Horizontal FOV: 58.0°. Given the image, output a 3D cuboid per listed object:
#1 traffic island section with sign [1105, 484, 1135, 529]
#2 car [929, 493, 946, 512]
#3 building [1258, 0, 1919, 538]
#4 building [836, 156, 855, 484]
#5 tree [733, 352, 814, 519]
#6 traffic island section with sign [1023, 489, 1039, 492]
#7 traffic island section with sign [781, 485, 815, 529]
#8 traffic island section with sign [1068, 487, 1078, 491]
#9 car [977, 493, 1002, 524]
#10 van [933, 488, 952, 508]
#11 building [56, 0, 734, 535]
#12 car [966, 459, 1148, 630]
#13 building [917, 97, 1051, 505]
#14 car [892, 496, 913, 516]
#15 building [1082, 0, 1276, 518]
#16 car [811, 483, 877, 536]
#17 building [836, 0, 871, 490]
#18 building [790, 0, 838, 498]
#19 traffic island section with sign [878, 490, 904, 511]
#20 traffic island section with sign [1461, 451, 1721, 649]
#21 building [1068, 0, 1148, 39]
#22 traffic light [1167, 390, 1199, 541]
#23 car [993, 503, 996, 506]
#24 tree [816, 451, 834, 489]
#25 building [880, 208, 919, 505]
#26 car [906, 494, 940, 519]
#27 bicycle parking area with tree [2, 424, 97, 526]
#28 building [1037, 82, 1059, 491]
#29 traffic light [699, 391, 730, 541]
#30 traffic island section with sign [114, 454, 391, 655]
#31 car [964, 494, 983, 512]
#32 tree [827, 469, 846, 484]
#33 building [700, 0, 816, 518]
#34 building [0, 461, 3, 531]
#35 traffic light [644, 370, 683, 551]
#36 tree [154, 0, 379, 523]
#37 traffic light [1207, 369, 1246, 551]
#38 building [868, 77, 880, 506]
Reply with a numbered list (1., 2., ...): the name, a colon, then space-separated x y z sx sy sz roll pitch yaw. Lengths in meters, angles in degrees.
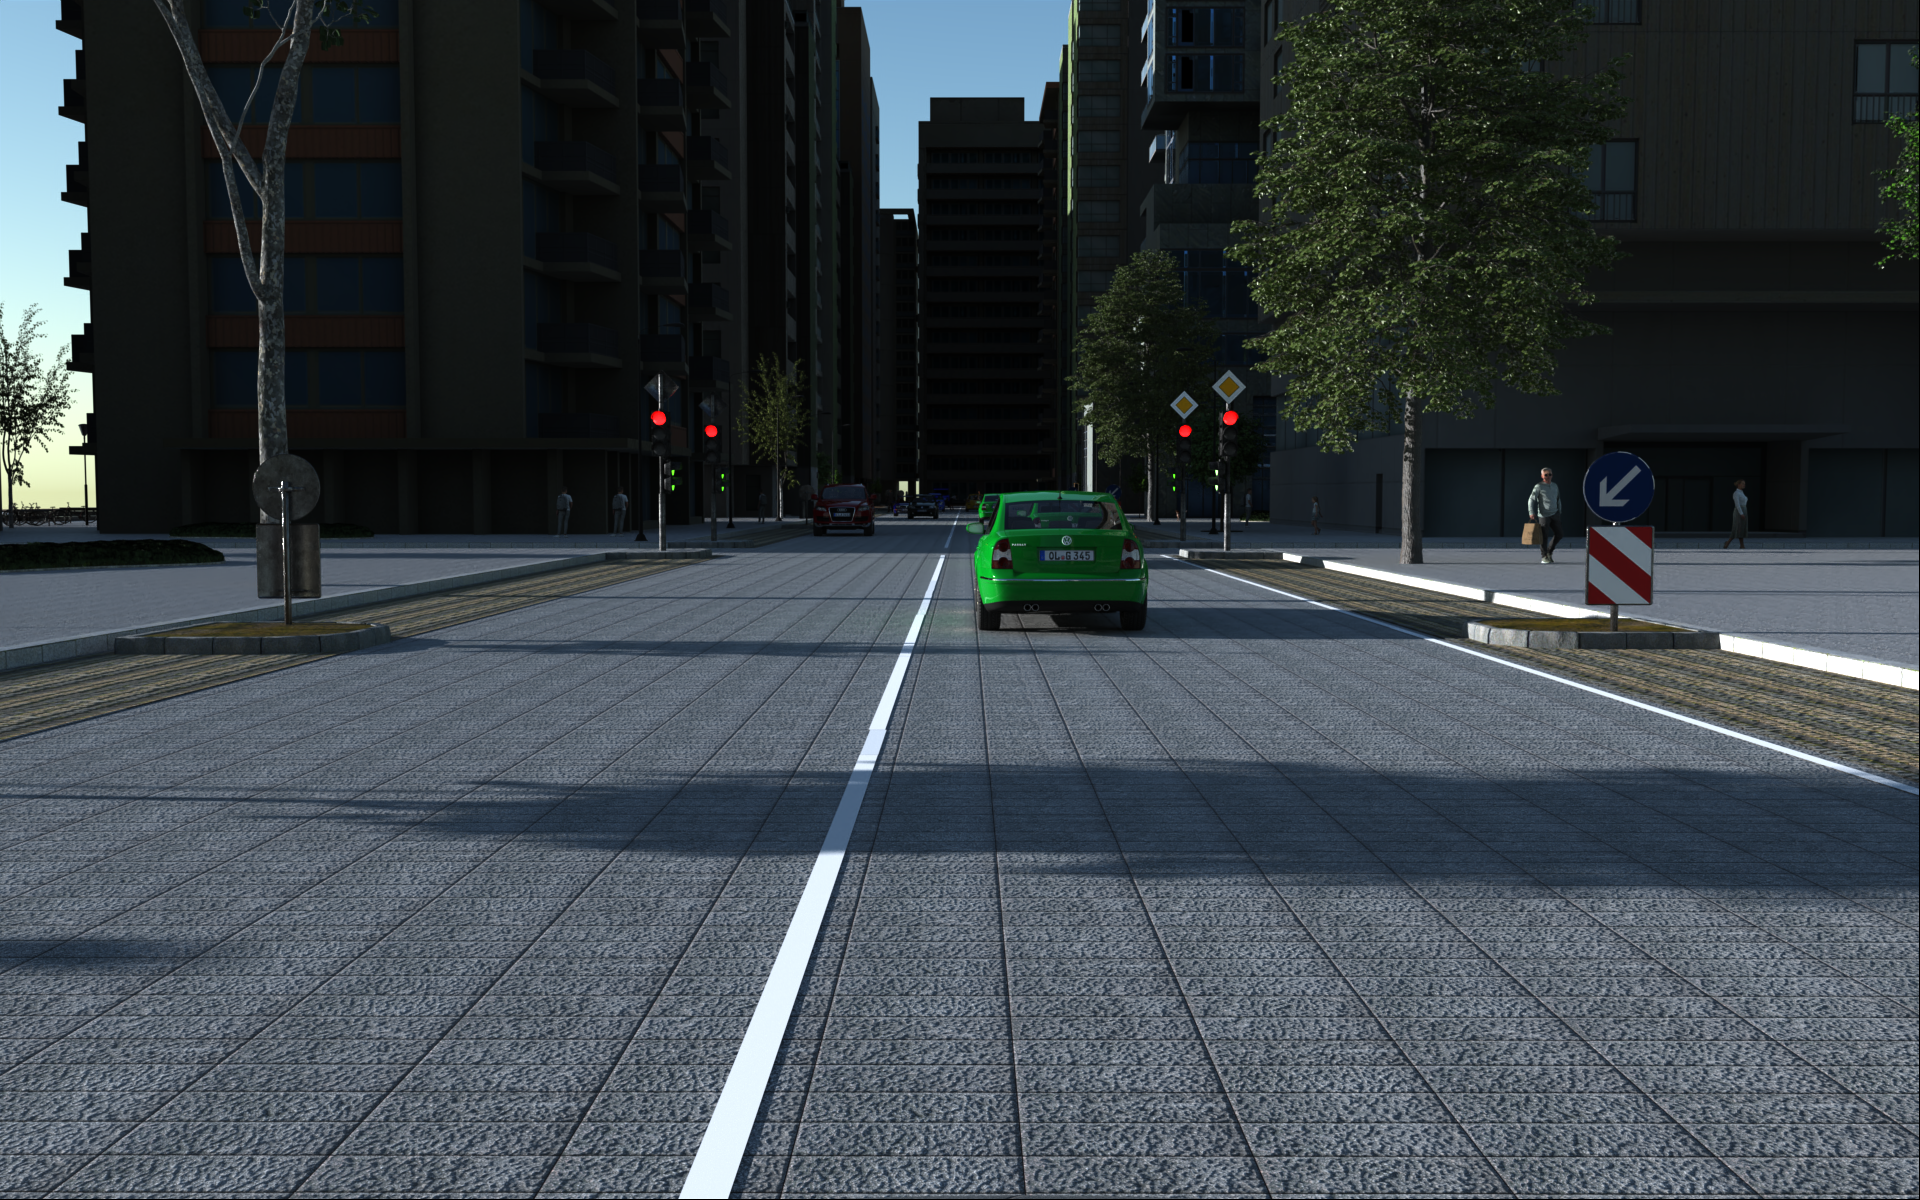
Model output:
1. traffic island section with sign: 6.197 -3.866 71.839 1.989 1.847 2.006 0 4 0
2. car: -2.077 -8.065 141.451 1.945 1.707 3.694 0 4 0
3. building: 25.787 -28.823 60.496 27.495 52.752 28.713 0 4 0
4. building: -16.268 -22.763 143.879 14.160 30.474 14.107 0 4 0
5. tree: -9.336 -8.473 88.901 4.737 8.622 4.395 0 3 0
6. traffic island section with sign: 6.460 -8.587 149.027 1.989 1.847 2.006 0 4 0
7. traffic island section with sign: -6.329 -3.869 71.891 1.989 1.847 2.006 0 4 0
8. traffic island section with sign: 6.291 -5.515 98.794 1.989 1.847 2.006 0 4 0
9. car: 1.787 -4.572 83.544 1.959 1.807 4.718 0 4 0
10. van: -1.994 -10.965 183.664 2.240 2.365 5.245 0 4 -1
11. building: -20.876 -25.192 66.515 22.147 44.769 28.867 0 4 0
12. car: 1.056 -0.660 19.580 1.959 1.807 4.718 0 4 0
13. building: 5.663 -36.180 215.247 21.600 48.544 21.300 0 4 0
14. car: -3.433 -6.103 112.364 1.945 1.354 3.894 0 4 -1
15. building: 19.740 -48.457 104.940 22.319 86.520 31.000 0 4 0
16. car: -4.030 -3.174 60.569 2.281 1.827 5.304 0 4 -2
17. building: -15.422 -31.064 158.009 14.600 45.320 14.200 0 4 0
18. building: -16.657 -27.251 129.144 14.154 41.232 14.086 0 4 0
19. traffic island section with sign: -6.067 -8.633 149.782 1.989 1.847 2.006 0 4 0
20. traffic island section with sign: 6.009 -0.503 16.848 1.989 1.847 2.006 0 4 0
21. building: 16.054 -28.362 147.305 14.154 41.232 14.086 0 4 0
22. traffic light: 6.063 -3.560 47.127 0.839 4.253 0.868 0 4 0
23. car: 2.546 -4.042 78.445 2.083 1.381 4.827 0 4 -1
24. tree: -9.804 -7.868 112.353 4.285 4.588 4.351 0 3 0
25. building: -17.112 -32.418 221.913 23.993 40.220 32.217 0 4 0
26. car: -2.129 -5.546 100.461 2.009 1.686 4.222 0 4 1
27. bicycle parking area with tree: -36.883 -5.279 73.315 9.016 4.147 8.231 0 4 -7
28. building: 19.492 -32.313 182.934 22.147 44.769 28.867 0 4 0
29. traffic light: -6.698 -3.562 47.154 0.839 4.253 0.868 0 4 0
30. traffic island section with sign: -6.516 -0.469 16.301 1.989 1.847 2.006 0 4 0
31. car: 1.302 -7.994 140.933 2.015 1.641 3.980 0 4 -1
32. tree: -8.503 -7.722 120.853 1.663 3.219 1.824 0 3 0
33. building: -15.764 -19.997 98.652 14.160 30.474 14.107 0 4 0
34. building: -40.144 -22.543 52.169 14.086 41.232 14.154 0 4 0
35. traffic light: -6.725 -3.073 39.169 0.839 4.253 0.868 0 4 0
36. tree: -10.799 -10.325 24.698 12.611 20.169 13.585 0 3 0
37. traffic light: 6.036 -3.072 39.142 0.839 4.253 0.868 0 4 0
38. building: -19.701 -34.481 187.465 21.600 48.544 21.300 0 4 0
